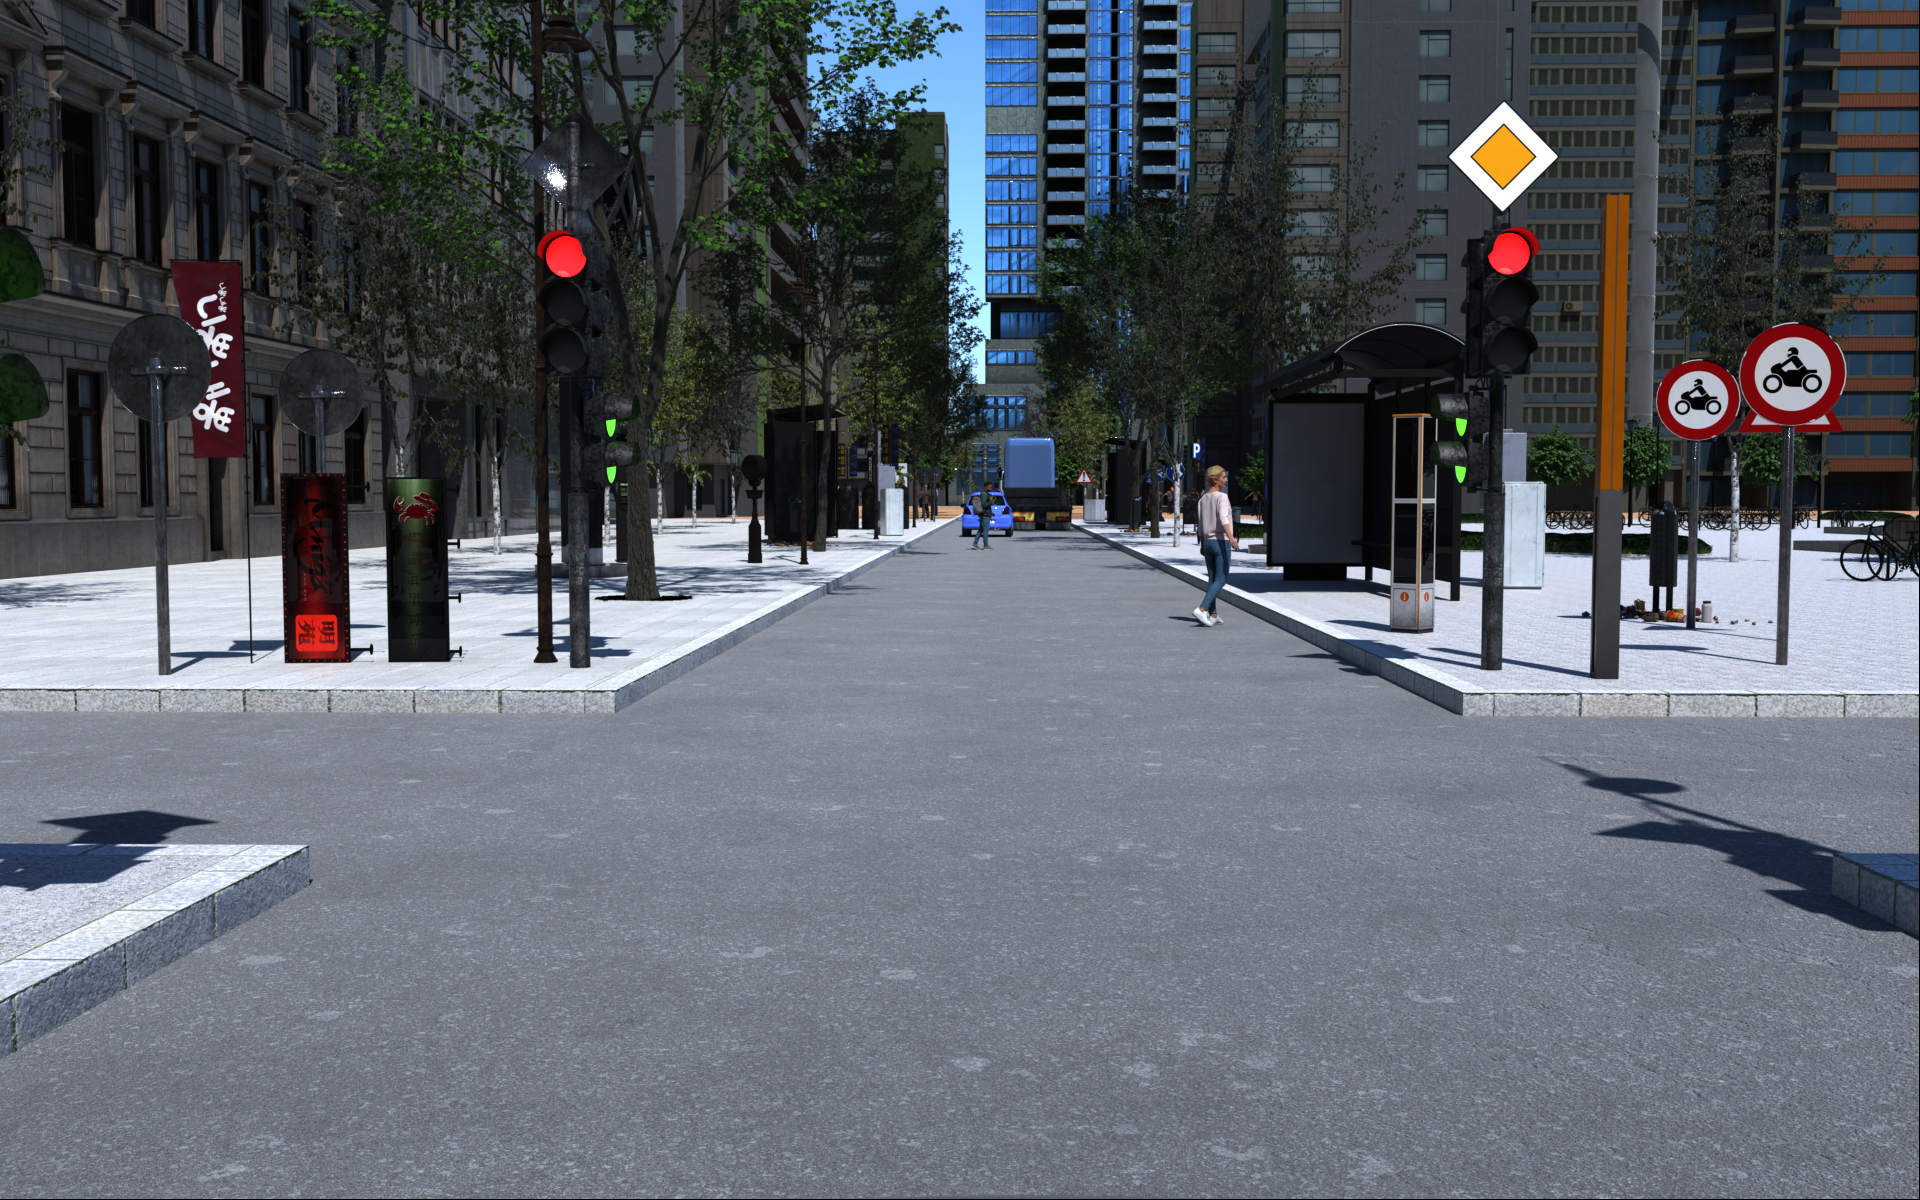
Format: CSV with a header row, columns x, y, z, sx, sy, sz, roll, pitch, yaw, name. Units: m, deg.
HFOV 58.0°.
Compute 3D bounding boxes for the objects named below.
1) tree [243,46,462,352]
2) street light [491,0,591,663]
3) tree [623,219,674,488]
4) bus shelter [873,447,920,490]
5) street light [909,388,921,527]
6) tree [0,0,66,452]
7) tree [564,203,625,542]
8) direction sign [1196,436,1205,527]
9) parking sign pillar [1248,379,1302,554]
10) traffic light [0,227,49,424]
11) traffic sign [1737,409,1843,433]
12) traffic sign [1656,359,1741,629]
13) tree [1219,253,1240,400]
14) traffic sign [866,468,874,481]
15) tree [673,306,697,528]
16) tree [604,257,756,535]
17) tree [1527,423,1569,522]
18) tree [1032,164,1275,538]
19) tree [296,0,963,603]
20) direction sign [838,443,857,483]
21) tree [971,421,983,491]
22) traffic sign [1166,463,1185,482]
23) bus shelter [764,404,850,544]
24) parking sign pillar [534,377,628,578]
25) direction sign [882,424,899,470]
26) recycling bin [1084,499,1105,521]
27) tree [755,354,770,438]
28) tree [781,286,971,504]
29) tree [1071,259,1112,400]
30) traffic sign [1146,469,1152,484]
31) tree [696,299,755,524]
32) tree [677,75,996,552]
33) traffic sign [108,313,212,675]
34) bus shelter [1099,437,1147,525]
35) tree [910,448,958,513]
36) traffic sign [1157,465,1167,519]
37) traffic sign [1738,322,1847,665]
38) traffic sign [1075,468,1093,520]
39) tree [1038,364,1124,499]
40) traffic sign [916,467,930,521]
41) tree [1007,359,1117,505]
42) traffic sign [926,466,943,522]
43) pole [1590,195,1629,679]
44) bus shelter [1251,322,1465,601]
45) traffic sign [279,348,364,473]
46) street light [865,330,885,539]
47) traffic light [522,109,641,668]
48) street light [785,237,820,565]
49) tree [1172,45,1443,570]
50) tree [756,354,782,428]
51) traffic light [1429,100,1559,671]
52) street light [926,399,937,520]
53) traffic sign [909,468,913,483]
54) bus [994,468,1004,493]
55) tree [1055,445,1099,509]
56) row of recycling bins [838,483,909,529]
x,y,z,sx,sy,sz,roll,pitch,yaw,name
-9.292,-4.770,28.358,4.360,8.622,3.978,0,3,0,tree
-3.163,-2.462,13.046,0.468,5.910,1.993,0,4,1,street light
-9.358,-5.549,41.083,4.360,8.622,3.978,0,3,0,tree
-2.936,-5.107,77.431,2.014,3.302,5.546,0,4,2,bus shelter
-1.764,-5.731,66.490,0.468,5.910,1.993,0,4,1,street light
-11.510,-4.158,18.348,4.360,8.622,3.978,0,3,0,tree
-9.791,-5.241,36.053,4.360,8.622,3.978,0,3,0,tree
9.412,-4.639,67.844,0.379,3.537,0.876,2,4,30,direction sign
6.953,-2.987,37.307,1.447,3.967,1.447,2,4,28,parking sign pillar
-2.998,-0.966,4.718,0.839,4.253,0.868,0,4,1,traffic light
7.175,-0.919,15.031,0.884,2.594,0.081,0,4,3,traffic sign
6.980,-1.001,16.466,0.768,2.556,0.104,0,4,7,traffic sign
6.260,-8.369,62.584,9.928,11.665,9.643,0,3,0,tree
-3.386,-4.320,70.631,0.884,2.594,0.081,1,4,9,traffic sign
-9.610,-5.890,46.671,4.360,8.622,3.978,0,3,0,tree
-9.294,-6.338,53.985,4.737,8.622,4.395,0,3,0,tree
27.200,-5.852,79.391,4.285,4.588,4.351,0,3,0,tree
5.387,-7.071,50.026,7.601,10.594,8.767,-2,4,-32,tree
-3.834,-5.814,20.810,9.928,11.665,9.643,0,3,0,tree
-5.027,-5.219,77.320,0.876,3.537,0.379,0,4,-3,direction sign
0.222,-12.504,154.806,4.737,8.622,4.395,0,3,0,tree
8.821,-4.330,70.908,0.768,2.556,0.104,1,4,10,traffic sign
-4.161,-3.464,47.926,1.731,3.624,6.357,0,4,1,bus shelter
-5.916,-2.356,26.989,1.447,3.967,1.447,-1,4,-23,parking sign pillar
-2.257,-3.928,56.225,0.379,3.537,0.876,-3,4,-37,direction sign
6.362,-4.240,81.872,0.722,1.027,0.722,3,5,40,recycling bin
-9.986,-7.602,74.650,4.360,8.622,3.978,0,3,0,tree
-2.892,-6.733,60.442,4.737,8.622,4.395,0,3,0,tree
5.002,-5.583,41.648,4.360,8.622,3.978,0,3,0,tree
9.367,-5.159,84.457,0.768,2.556,0.104,0,4,7,traffic sign
-10.048,-7.012,65.013,4.360,8.622,3.978,0,3,0,tree
-2.791,-6.354,38.303,7.601,10.594,8.767,0,3,0,tree
-5.644,-0.741,12.215,0.768,2.556,0.104,0,4,6,traffic sign
7.007,-5.087,74.459,1.731,3.624,6.357,0,4,2,bus shelter
-1.833,-8.280,119.098,4.285,4.588,4.351,0,3,0,tree
8.437,-4.501,73.690,0.768,2.556,0.104,0,4,2,traffic sign
6.175,-0.785,12.937,0.768,2.556,0.104,0,4,5,traffic sign
6.082,-5.198,84.987,0.884,2.594,0.081,0,4,4,traffic sign
6.298,-8.494,89.245,4.737,8.622,4.395,0,3,0,tree
-1.658,-4.944,80.947,0.768,2.556,0.104,0,4,5,traffic sign
8.888,-14.764,151.754,12.009,13.543,11.850,0,3,0,tree
-1.186,-4.883,79.949,0.768,2.556,0.104,0,4,5,traffic sign
4.490,-1.109,11.972,0.158,3.312,0.155,0,3,0,pole
5.286,-1.787,23.141,2.014,3.302,5.546,0,4,1,bus shelter
-5.594,-0.922,15.178,0.768,2.556,0.104,0,4,4,traffic sign
-2.380,-4.658,48.948,0.468,5.910,1.993,0,4,1,street light
-2.793,-1.454,12.701,0.839,4.253,0.868,0,4,1,traffic light
-2.845,-3.585,31.402,0.468,5.910,1.993,0,4,1,street light
5.506,-4.805,28.930,4.360,8.622,3.978,0,3,0,tree
-8.177,-8.167,83.885,4.737,8.622,4.395,0,3,0,tree
3.866,-1.445,12.546,0.839,4.253,0.868,0,4,1,traffic light
-1.369,-6.804,84.037,0.468,5.910,1.993,0,4,1,street light
-2.565,-5.044,82.573,0.768,2.556,0.104,0,4,2,traffic sign
4.020,-7.946,124.771,2.948,3.499,13.247,0,3,0,bus
7.195,-7.761,110.614,4.285,4.588,4.351,0,3,0,tree
-3.624,-3.446,63.454,3.534,1.692,1.069,0,4,-7,row of recycling bins
